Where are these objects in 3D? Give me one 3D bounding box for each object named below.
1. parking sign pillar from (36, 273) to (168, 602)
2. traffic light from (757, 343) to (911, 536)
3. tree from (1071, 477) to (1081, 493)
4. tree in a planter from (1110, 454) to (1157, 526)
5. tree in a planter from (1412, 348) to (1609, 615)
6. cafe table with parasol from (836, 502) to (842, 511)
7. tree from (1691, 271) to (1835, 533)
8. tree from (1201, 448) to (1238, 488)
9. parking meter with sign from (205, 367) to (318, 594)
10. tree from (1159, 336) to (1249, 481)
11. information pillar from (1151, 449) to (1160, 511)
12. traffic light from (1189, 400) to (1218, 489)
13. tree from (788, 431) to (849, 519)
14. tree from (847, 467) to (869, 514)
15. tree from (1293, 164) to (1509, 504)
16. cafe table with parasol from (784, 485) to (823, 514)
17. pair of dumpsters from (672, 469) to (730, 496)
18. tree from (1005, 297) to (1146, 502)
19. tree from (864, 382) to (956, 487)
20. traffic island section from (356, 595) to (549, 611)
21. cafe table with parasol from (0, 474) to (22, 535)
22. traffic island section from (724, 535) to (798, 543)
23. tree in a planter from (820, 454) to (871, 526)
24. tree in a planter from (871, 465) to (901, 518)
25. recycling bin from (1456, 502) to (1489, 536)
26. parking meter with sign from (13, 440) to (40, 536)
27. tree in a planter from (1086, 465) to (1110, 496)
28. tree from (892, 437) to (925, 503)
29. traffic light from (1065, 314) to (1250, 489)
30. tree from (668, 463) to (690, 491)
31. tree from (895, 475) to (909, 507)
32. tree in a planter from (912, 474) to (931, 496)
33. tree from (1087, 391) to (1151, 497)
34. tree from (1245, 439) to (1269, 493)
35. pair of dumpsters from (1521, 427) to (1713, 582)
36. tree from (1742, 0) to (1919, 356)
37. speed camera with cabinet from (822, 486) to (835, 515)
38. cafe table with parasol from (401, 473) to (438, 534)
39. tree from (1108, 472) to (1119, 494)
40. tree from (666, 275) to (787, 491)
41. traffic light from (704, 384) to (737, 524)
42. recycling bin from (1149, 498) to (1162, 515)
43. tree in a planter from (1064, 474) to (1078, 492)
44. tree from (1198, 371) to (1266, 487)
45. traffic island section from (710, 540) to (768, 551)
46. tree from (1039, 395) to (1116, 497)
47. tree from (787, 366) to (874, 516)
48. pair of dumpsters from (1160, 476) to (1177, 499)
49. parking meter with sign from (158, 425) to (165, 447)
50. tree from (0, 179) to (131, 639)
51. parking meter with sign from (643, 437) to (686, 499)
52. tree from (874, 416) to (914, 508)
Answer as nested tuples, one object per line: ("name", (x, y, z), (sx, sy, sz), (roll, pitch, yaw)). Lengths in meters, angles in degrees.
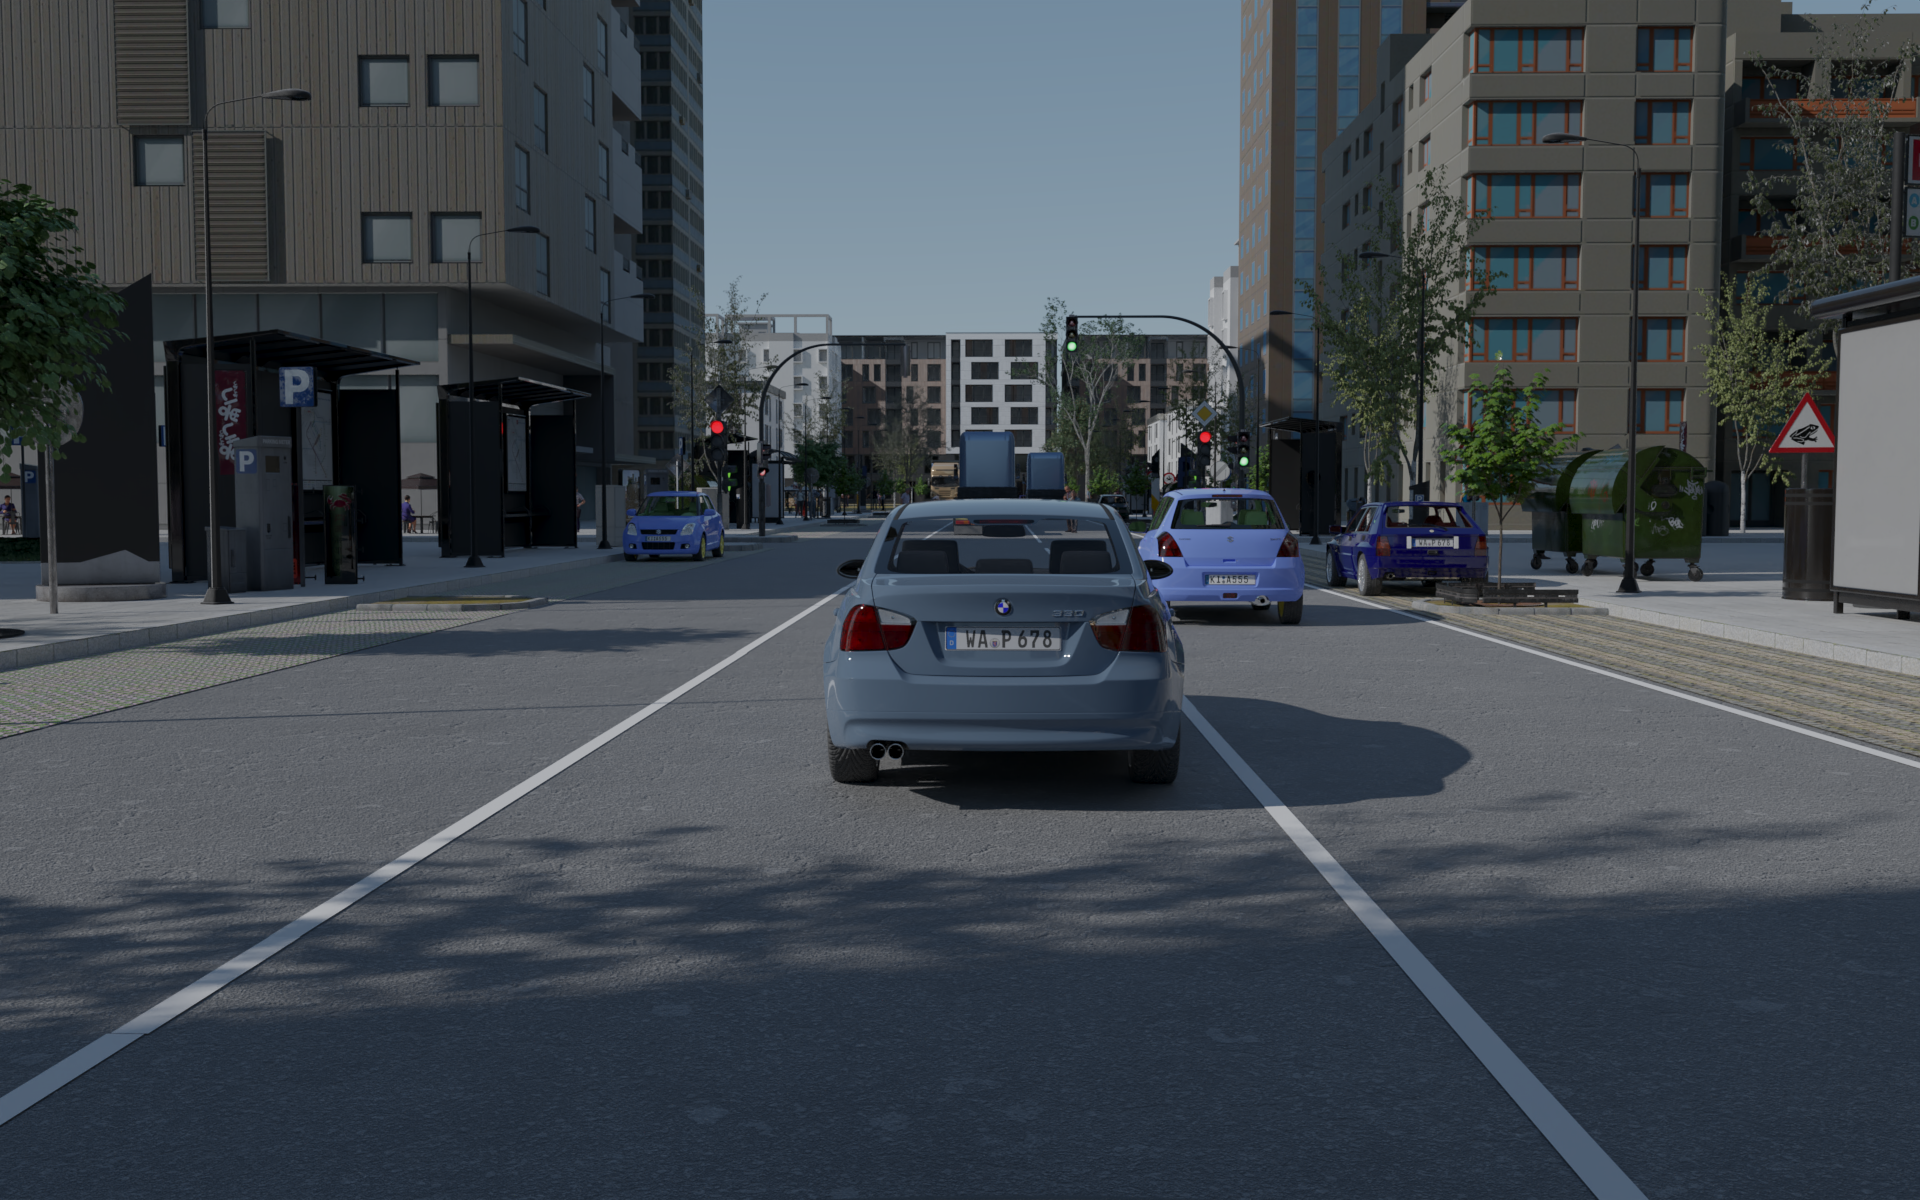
("parking sign pillar", (-10.511, -1.997, 21.117), (1.447, 3.967, 1.447), (-2, 4, -23))
("traffic light", (-3.876, -4.749, 52.309), (4.771, 5.953, 1.251), (0, 4, 1))
("tree", (12.611, -12.000, 190.801), (1.663, 3.219, 1.824), (0, 3, 0))
("tree in a planter", (7.893, -4.900, 77.344), (1.991, 3.239, 1.994), (0, 4, 1))
("tree in a planter", (6.669, -1.473, 21.303), (1.991, 3.239, 1.994), (0, 4, 1))
("cafe table with parasol", (-9.482, -7.377, 125.479), (2.610, 1.966, 2.610), (3, 5, 43))
("tree", (26.003, -6.518, 56.938), (4.737, 8.622, 4.395), (0, 3, 0))
("tree", (11.062, -4.752, 72.302), (1.663, 3.219, 1.824), (0, 3, 0))
("parking meter with sign", (-9.300, -1.638, 23.048), (0.543, 3.016, 1.738), (1, 4, 16))
("tree", (11.346, -8.024, 81.547), (4.737, 8.622, 4.395), (0, 3, 0))
("information pillar", (10.167, -6.027, 89.893), (0.504, 3.616, 0.183), (3, 5, 43))
("traffic light", (7.309, -3.861, 52.048), (0.839, 4.253, 0.868), (0, 4, 1))
("tree", (-7.384, -6.493, 89.869), (4.285, 4.588, 4.351), (0, 3, 0))
("tree", (-6.962, -7.173, 111.881), (1.663, 3.219, 1.824), (0, 3, 0))
("tree", (9.847, -5.386, 38.419), (4.737, 8.622, 4.395), (0, 3, 0))
("cafe table with parasol", (-10.417, -6.481, 110.823), (2.610, 1.966, 2.610), (1, 4, 9))
("pair of dumpsters", (-9.695, -3.806, 64.725), (1.574, 2.255, 4.437), (0, 4, 1))
("tree", (11.132, -19.034, 167.101), (12.611, 20.169, 13.585), (0, 3, 0))
("tree", (-5.707, -17.089, 189.774), (12.009, 13.543, 11.850), (0, 3, 0))
("traffic island section", (-6.352, 0.050, 22.051), (1.991, 0.108, 1.994), (0, 4, 1))
("cafe table with parasol", (-29.945, -3.047, 54.678), (2.610, 1.966, 2.610), (2, 4, 25))
("traffic island section", (-6.010, -1.846, 52.455), (2.009, 0.180, 2.903), (0, 4, 1))
("tree in a planter", (-5.151, -4.879, 76.997), (1.991, 3.239, 1.994), (0, 4, 1))
("tree in a planter", (-4.544, -6.587, 104.926), (1.991, 3.239, 1.994), (0, 4, 1))
("recycling bin", (15.809, -2.503, 53.485), (0.722, 1.027, 0.722), (-2, 4, -28))
("parking meter with sign", (-23.177, -2.882, 43.378), (0.543, 3.016, 1.738), (-1, 4, -11))
("tree in a planter", (8.497, -6.560, 104.479), (1.991, 3.239, 1.994), (0, 4, 1))
("tree", (-5.892, -15.506, 203.881), (4.737, 8.622, 4.395), (0, 3, 0))
("traffic light", (5.042, -4.239, 43.969), (4.771, 5.953, 1.251), (0, 4, 1))
("tree", (-14.699, -5.936, 91.654), (1.663, 3.219, 1.824), (0, 3, 0))
("tree", (-5.860, -10.895, 172.741), (1.663, 3.219, 1.824), (0, 3, 0))
("tree in a planter", (-3.471, -9.604, 154.253), (1.991, 3.239, 1.994), (0, 4, 1))
("tree", (11.451, -10.578, 123.305), (4.360, 8.622, 3.978), (0, 3, 0))
("tree", (10.908, -4.055, 60.906), (1.663, 3.219, 1.824), (0, 3, 0))
("pair of dumpsters", (10.269, -1.518, 27.307), (1.574, 2.255, 4.437), (0, 4, 1))
("tree", (13.674, -4.630, 26.060), (4.360, 8.622, 3.978), (0, 3, 0))
("speed camera with cabinet", (-8.248, -6.983, 108.503), (0.660, 3.252, 2.038), (-1, 4, -13))
("cafe table with parasol", (-17.504, -3.144, 56.274), (2.610, 1.966, 2.610), (0, 4, -3))
("tree", (12.447, -8.817, 138.764), (1.663, 3.219, 1.824), (0, 3, 0))
("tree", (-8.177, -6.643, 58.969), (4.360, 8.622, 3.978), (0, 3, 0))
("traffic light", (-6.143, -3.389, 44.336), (0.839, 4.253, 0.868), (0, 4, 1))
("recycling bin", (12.173, -5.792, 107.248), (0.722, 1.027, 0.722), (-1, 4, -18))
("tree in a planter", (9.561, -9.580, 153.862), (1.991, 3.239, 1.994), (0, 4, 1))
("tree", (16.105, -9.239, 101.426), (4.360, 8.622, 3.978), (0, 3, 0))
("traffic island section", (-6.183, -1.357, 44.472), (2.009, 0.180, 2.903), (0, 4, 1))
("tree", (13.171, -17.157, 197.527), (9.611, 12.733, 9.660), (0, 3, 0))
("tree", (-7.987, -9.142, 99.838), (4.360, 8.622, 3.978), (0, 3, 0))
("pair of dumpsters", (11.940, -5.649, 94.860), (1.574, 2.255, 4.437), (0, 4, 1))
("parking meter with sign", (-19.307, -2.909, 43.829), (1.738, 3.016, 0.543), (1, 4, 12))
("tree", (-9.143, -1.932, 15.296), (4.285, 4.588, 4.351), (0, 3, 0))
("parking meter with sign", (-9.249, -3.447, 52.625), (1.738, 3.016, 0.543), (-1, 4, -22))
("tree", (-6.394, -13.001, 162.921), (4.360, 8.622, 3.978), (0, 3, 0))
